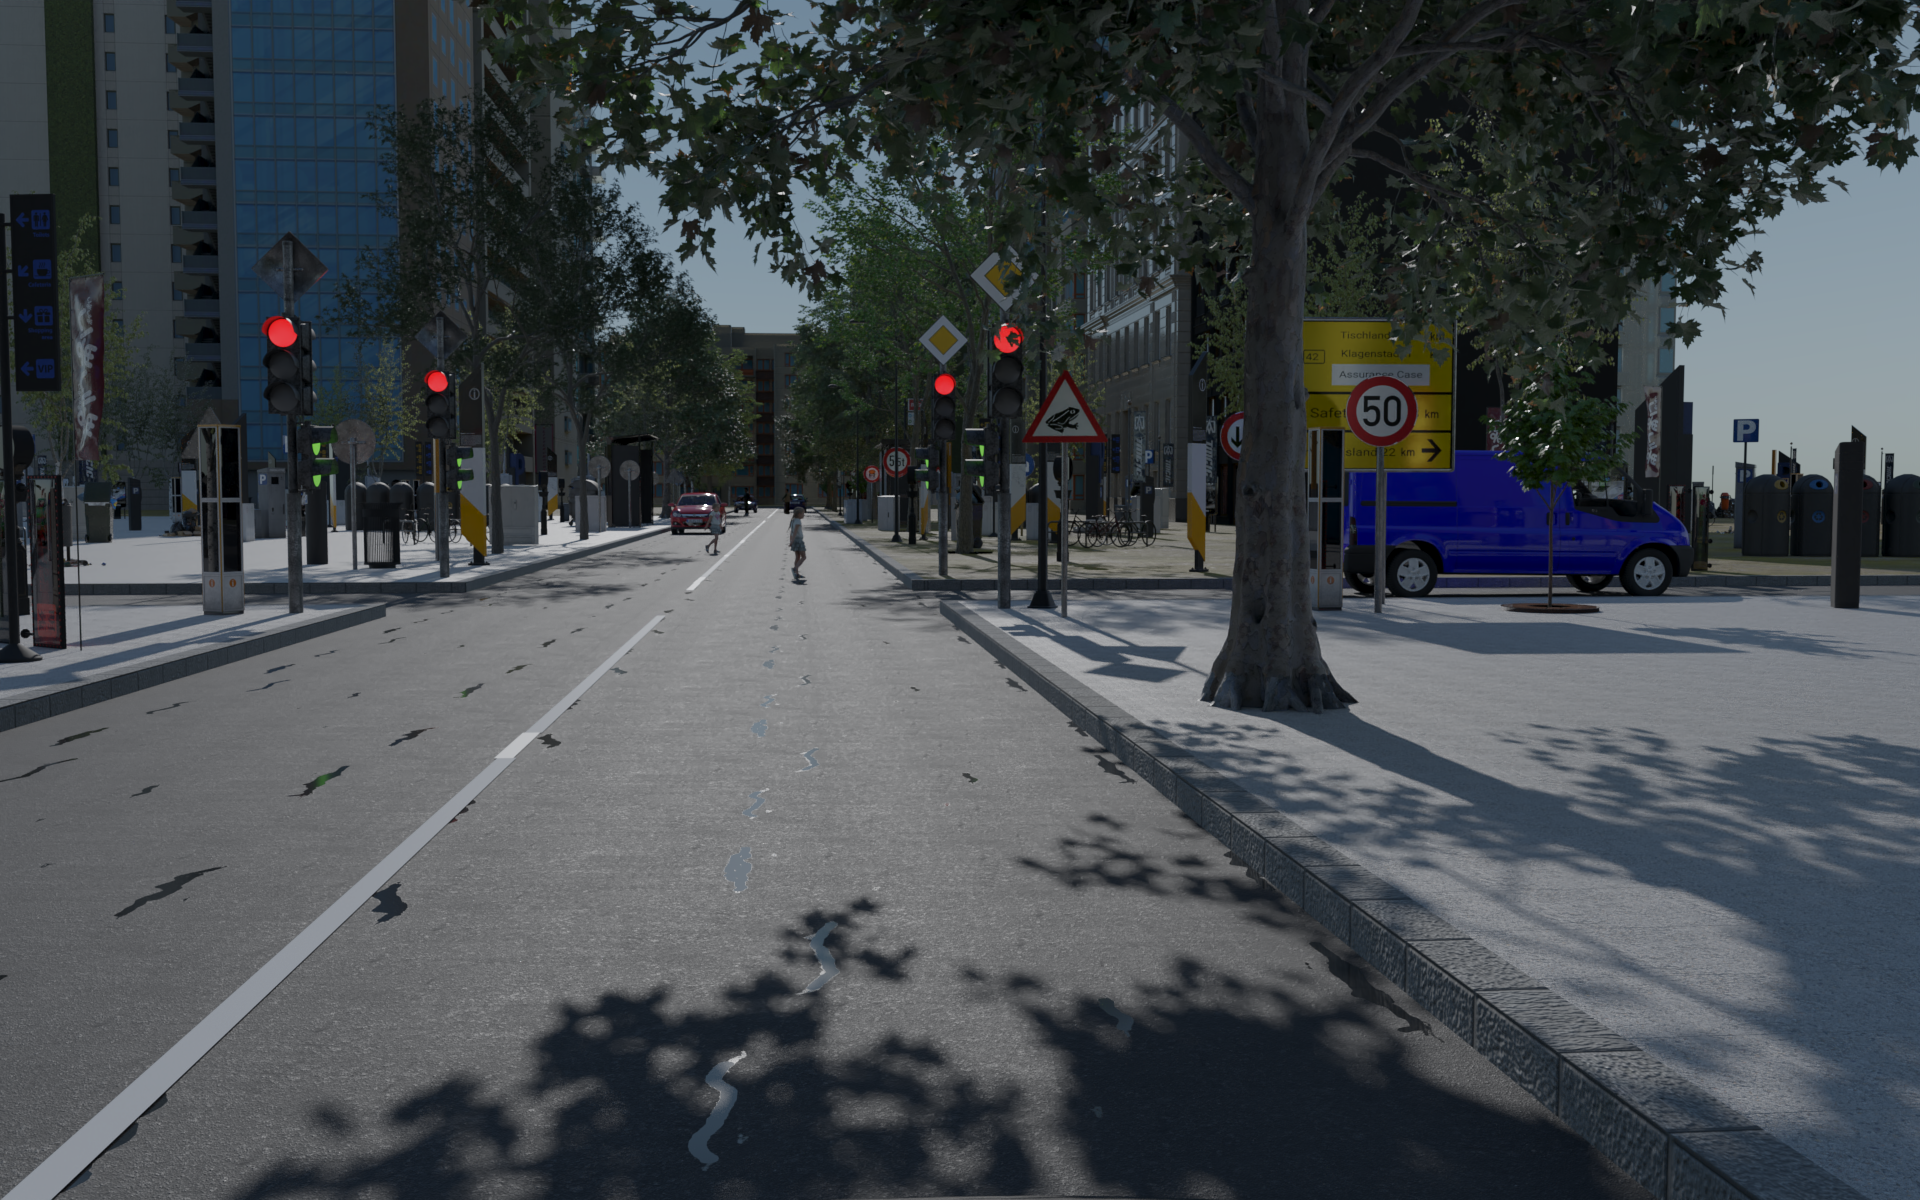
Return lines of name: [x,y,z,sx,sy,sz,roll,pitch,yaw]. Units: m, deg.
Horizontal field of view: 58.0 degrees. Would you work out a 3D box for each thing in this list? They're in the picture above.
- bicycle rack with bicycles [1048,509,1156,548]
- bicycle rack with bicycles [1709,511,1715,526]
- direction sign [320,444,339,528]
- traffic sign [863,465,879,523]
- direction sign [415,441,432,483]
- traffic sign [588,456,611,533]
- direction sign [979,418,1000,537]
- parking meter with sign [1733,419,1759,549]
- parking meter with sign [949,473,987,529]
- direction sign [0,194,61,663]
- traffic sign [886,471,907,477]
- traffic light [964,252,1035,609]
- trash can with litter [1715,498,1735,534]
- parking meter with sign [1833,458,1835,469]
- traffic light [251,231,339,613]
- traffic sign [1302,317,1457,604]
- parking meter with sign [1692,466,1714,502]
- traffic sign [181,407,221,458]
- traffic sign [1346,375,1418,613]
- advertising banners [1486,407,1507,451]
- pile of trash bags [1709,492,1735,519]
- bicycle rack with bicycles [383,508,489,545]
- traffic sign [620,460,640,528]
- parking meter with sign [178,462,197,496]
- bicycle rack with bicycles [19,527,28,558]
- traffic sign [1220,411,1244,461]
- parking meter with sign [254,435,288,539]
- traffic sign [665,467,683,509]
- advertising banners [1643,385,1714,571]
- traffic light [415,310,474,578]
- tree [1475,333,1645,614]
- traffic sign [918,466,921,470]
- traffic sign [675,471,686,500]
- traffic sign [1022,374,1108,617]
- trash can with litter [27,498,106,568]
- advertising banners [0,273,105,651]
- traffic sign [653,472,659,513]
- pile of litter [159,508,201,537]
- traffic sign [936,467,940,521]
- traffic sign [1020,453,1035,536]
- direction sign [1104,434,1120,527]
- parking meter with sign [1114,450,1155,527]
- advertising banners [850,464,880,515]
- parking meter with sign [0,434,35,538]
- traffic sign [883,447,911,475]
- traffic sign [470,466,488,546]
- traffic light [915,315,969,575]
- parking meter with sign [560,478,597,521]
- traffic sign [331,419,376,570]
bicycle rack with bicycles: [3.559,-1.775,42.412,2.925,0.926,2.852,-2,4,-27]
bicycle rack with bicycles: [28.272,-3.359,68.296,2.925,0.926,2.852,3,5,40]
direction sign: [-24.118,-4.538,66.188,0.379,3.537,0.876,2,4,32]
traffic sign: [-3.901,-4.698,76.914,0.768,2.556,0.104,0,3,0]
direction sign: [-23.144,-5.063,74.780,0.379,3.537,0.876,2,4,30]
traffic sign: [-11.948,-3.503,57.381,0.768,2.556,0.104,0,4,4]
direction sign: [1.015,-3.656,51.766,0.876,3.537,0.379,0,4,0]
parking meter with sign: [18.577,-2.730,40.897,0.543,3.016,1.738,2,4,27]
parking meter with sign: [0.148,-4.172,64.479,1.738,3.016,0.543,0,4,-1]
direction sign: [-7.262,-1.297,13.200,0.876,3.537,0.379,0,4,6]
traffic sign: [-1.908,-3.204,52.484,0.768,2.556,0.104,0,4,1]
traffic light: [0.477,-1.859,19.322,0.839,4.253,0.868,0,4,-5]
trash can with litter: [25.333,-2.796,56.774,1.678,1.210,2.233,3,4,36]
parking meter with sign: [42.798,-5.307,83.025,0.543,3.016,1.738,-2,4,-33]
traffic light: [-7.148,-1.814,18.579,0.839,4.253,0.868,0,4,-5]
traffic sign: [4.601,-1.601,20.046,2.265,3.308,0.079,0,4,-3]
parking meter with sign: [45.346,-6.739,106.447,1.738,3.016,0.543,1,4,23]
traffic sign: [-11.205,-1.585,25.916,0.884,2.594,0.081,0,4,-3]
traffic sign: [4.516,-1.133,18.629,0.768,2.556,0.104,0,4,2]
advertising banners: [10.071,-2.351,34.634,2.074,3.025,0.090,-1,4,-17]
pile of trash bags: [40.429,-5.035,92.079,1.912,1.369,3.447,1,4,14]
bicycle rack with bicycles: [-13.713,-1.940,45.104,2.852,0.926,2.925,-3,5,-41]
traffic sign: [-12.400,-3.970,65.021,0.768,2.556,0.104,0,4,3]
parking meter with sign: [-42.286,-6.093,95.879,1.738,3.016,0.543,-1,4,-19]
bicycle rack with bicycles: [-20.061,-1.308,34.771,2.852,0.926,2.925,-3,4,-38]
traffic sign: [4.385,-1.632,26.787,0.768,2.556,0.104,0,4,-5]
parking meter with sign: [-20.051,-3.310,50.380,0.543,3.016,1.738,1,4,23]
traffic sign: [-13.902,-5.147,84.164,0.884,2.594,0.081,0,4,-5]
advertising banners: [11.770,-1.972,28.422,2.074,3.025,0.090,-3,4,-36]
traffic light: [-7.909,-2.300,26.528,0.839,4.253,0.868,0,4,-5]
tree: [6.473,-1.483,18.855,1.663,3.219,1.824,0,3,0]
traffic sign: [-1.523,-4.643,76.017,0.768,2.556,0.104,0,4,-5]
traffic sign: [-13.909,-5.156,85.489,0.795,2.450,0.064,0,4,-1]
traffic sign: [1.084,-1.097,17.948,0.884,2.594,0.081,0,4,2]
trash can with litter: [-16.064,-1.198,30.644,1.678,1.210,2.233,-1,4,-14]
advertising banners: [-7.620,-1.113,14.383,2.074,3.025,0.090,2,4,35]
traffic sign: [-17.451,-6.008,98.338,0.768,2.556,0.104,0,4,-2]
pile of litter: [-23.347,-2.361,52.568,1.719,0.858,1.176,0,4,-6]
traffic sign: [-1.032,-5.027,82.188,0.884,2.594,0.081,0,4,1]
traffic sign: [1.891,-3.230,52.924,0.768,2.556,0.104,0,4,-5]
direction sign: [5.628,-4.492,65.444,0.876,3.537,0.379,-1,4,-16]
parking meter with sign: [6.804,-4.370,67.705,1.738,3.016,0.543,-3,5,-39]
advertising banners: [-5.311,-6.182,97.265,2.074,3.025,0.090,-2,4,-25]
parking meter with sign: [-27.889,-3.335,50.795,1.738,3.016,0.543,2,4,28]
traffic sign: [-1.711,-2.870,47.034,0.768,2.556,0.104,0,4,-1]
traffic sign: [-12.008,-2.597,42.470,0.884,2.594,0.081,0,4,-4]
traffic light: [-0.284,-2.346,27.271,0.839,4.253,0.868,0,4,-5]
parking meter with sign: [-17.901,-5.208,81.405,1.738,3.016,0.543,-2,4,-30]
traffic sign: [-10.275,-1.788,29.343,0.768,2.556,0.104,0,4,1]
